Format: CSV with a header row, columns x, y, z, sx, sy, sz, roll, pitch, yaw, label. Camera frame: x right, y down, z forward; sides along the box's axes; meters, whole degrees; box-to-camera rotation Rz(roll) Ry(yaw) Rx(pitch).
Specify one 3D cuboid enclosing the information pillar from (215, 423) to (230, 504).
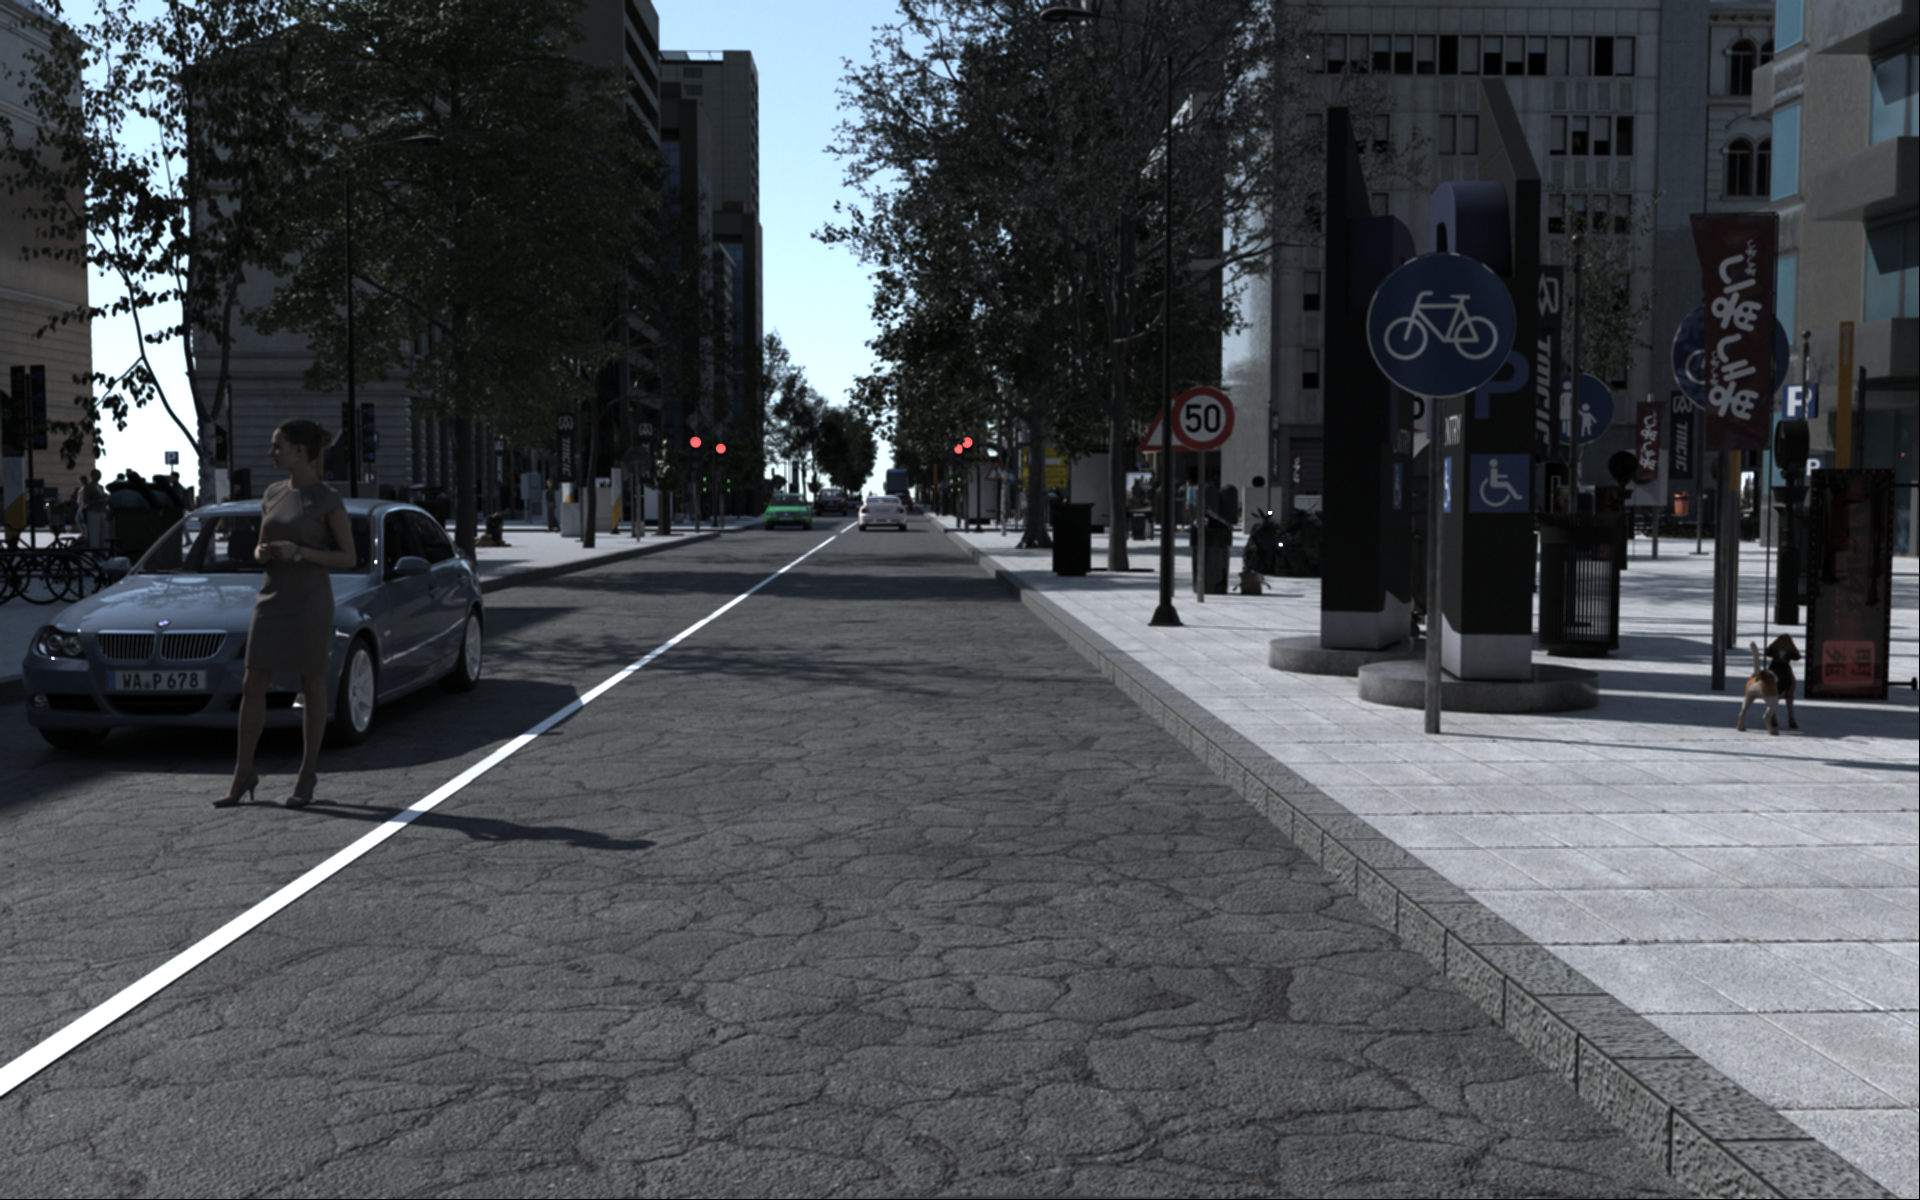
x,y,z,sx,sy,sz,roll,pitch,yaw,label
-24.079,-3.989,56.581,0.504,3.616,0.183,-2,4,-25,information pillar

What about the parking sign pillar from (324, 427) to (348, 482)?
x,y,z,sx,sy,sz,roll,pitch,yaw,label
-23.811,-4.749,66.112,1.447,3.967,1.447,0,4,3,parking sign pillar

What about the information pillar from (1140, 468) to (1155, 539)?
x,y,z,sx,sy,sz,roll,pitch,yaw,label
5.372,-2.765,49.697,0.304,2.012,0.304,-3,5,-43,information pillar

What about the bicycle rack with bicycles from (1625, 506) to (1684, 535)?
x,y,z,sx,sy,sz,roll,pitch,yaw,label
21.720,-2.553,55.125,2.852,0.926,2.925,-2,4,-27,bicycle rack with bicycles

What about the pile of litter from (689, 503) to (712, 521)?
x,y,z,sx,sy,sz,roll,pitch,yaw,label
-12.432,-4.219,82.946,1.176,0.858,1.719,0,4,0,pile of litter

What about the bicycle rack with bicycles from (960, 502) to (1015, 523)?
x,y,z,sx,sy,sz,roll,pitch,yaw,label
1.398,-3.842,76.203,2.852,0.926,2.925,2,4,28,bicycle rack with bicycles

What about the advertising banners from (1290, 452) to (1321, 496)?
x,y,z,sx,sy,sz,roll,pitch,yaw,label
14.647,-4.637,71.996,2.074,3.025,0.090,3,5,40,advertising banners

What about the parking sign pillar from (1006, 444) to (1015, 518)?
x,y,z,sx,sy,sz,roll,pitch,yaw,label
2.662,-6.369,92.603,1.447,3.967,1.447,-1,4,-11,parking sign pillar

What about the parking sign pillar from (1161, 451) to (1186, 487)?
x,y,z,sx,sy,sz,roll,pitch,yaw,label
11.549,-6.431,93.621,1.447,3.967,1.447,3,4,38,parking sign pillar

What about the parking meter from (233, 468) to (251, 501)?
x,y,z,sx,sy,sz,roll,pitch,yaw,label
-16.361,-2.063,39.434,0.399,1.863,0.255,2,4,24,parking meter

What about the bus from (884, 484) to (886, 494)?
x,y,z,sx,sy,sz,roll,pitch,yaw,label
-7.836,-13.228,211.142,2.948,3.499,13.247,0,4,-2,bus

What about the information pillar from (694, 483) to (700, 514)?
x,y,z,sx,sy,sz,roll,pitch,yaw,label
-17.012,-7.342,111.395,0.504,3.616,0.183,0,4,-3,information pillar

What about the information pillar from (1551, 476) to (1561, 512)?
x,y,z,sx,sy,sz,roll,pitch,yaw,label
24.588,-4.095,71.451,0.304,2.012,0.304,2,4,32,information pillar

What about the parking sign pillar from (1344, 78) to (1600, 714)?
x,y,z,sx,sy,sz,roll,pitch,yaw,label
3.228,-1.360,10.714,1.447,3.967,1.447,0,4,7,parking sign pillar

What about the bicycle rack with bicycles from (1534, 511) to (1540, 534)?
x,y,z,sx,sy,sz,roll,pitch,yaw,label
17.789,-2.552,55.113,2.852,0.926,2.925,-2,4,-33,bicycle rack with bicycles

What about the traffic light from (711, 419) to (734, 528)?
x,y,z,sx,sy,sz,roll,pitch,yaw,label
-8.928,-4.657,65.060,0.839,4.253,0.868,0,4,-2,traffic light

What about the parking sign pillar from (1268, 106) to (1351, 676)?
x,y,z,sx,sy,sz,roll,pitch,yaw,label
3.013,-1.482,12.700,1.447,3.967,1.447,2,4,24,parking sign pillar

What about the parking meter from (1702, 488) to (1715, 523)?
x,y,z,sx,sy,sz,roll,pitch,yaw,label
33.527,-4.222,77.447,0.372,1.533,0.369,0,3,0,parking meter

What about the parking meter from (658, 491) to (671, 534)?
x,y,z,sx,sy,sz,roll,pitch,yaw,label
-9.441,-3.032,55.288,0.255,1.863,0.399,-3,5,-41,parking meter

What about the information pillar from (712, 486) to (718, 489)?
x,y,z,sx,sy,sz,roll,pitch,yaw,label
-16.014,-6.644,113.114,0.304,2.012,0.304,-3,5,-44,information pillar

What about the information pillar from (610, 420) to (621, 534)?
x,y,z,sx,sy,sz,roll,pitch,yaw,label
-10.974,-3.906,55.217,0.183,3.616,0.504,1,4,15,information pillar

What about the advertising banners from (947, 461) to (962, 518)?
x,y,z,sx,sy,sz,roll,pitch,yaw,label
-0.036,-5.919,92.963,0.090,3.025,2.074,3,5,40,advertising banners

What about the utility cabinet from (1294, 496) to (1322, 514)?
x,y,z,sx,sy,sz,roll,pitch,yaw,label
13.399,-3.397,66.695,1.020,1.237,0.306,2,4,34,utility cabinet

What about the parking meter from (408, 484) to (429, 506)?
x,y,z,sx,sy,sz,roll,pitch,yaw,label
-13.352,-2.090,42.579,0.372,1.533,0.369,0,3,0,parking meter

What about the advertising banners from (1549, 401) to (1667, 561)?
x,y,z,sx,sy,sz,roll,pitch,yaw,label
12.333,-2.254,33.035,2.074,3.025,0.090,1,4,14,advertising banners

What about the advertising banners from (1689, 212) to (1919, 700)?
x,y,z,sx,sy,sz,roll,pitch,yaw,label
5.578,-0.891,10.753,2.074,3.025,0.090,1,4,8,advertising banners

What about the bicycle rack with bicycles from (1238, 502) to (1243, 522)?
x,y,z,sx,sy,sz,roll,pitch,yaw,label
12.426,-4.058,79.735,2.925,0.926,2.852,-1,4,-12,bicycle rack with bicycles

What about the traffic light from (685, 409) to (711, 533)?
x,y,z,sx,sy,sz,roll,pitch,yaw,label
-8.651,-4.169,57.079,0.839,4.253,0.868,0,4,-2,traffic light

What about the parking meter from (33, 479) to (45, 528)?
x,y,z,sx,sy,sz,roll,pitch,yaw,label
-35.098,-3.687,65.989,0.255,1.863,0.399,0,4,3,parking meter

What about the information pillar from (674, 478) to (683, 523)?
x,y,z,sx,sy,sz,roll,pitch,yaw,label
-12.297,-4.351,75.630,0.304,2.012,0.304,-2,4,-33,information pillar

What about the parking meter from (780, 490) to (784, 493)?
x,y,z,sx,sy,sz,roll,pitch,yaw,label
-12.685,-6.991,122.707,0.372,1.533,0.369,0,3,0,parking meter

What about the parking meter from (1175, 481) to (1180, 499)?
x,y,z,sx,sy,sz,roll,pitch,yaw,label
9.321,-4.227,74.819,0.255,1.863,0.399,2,4,32,parking meter

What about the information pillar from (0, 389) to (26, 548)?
x,y,z,sx,sy,sz,roll,pitch,yaw,label
-21.087,-2.888,38.568,0.504,3.616,0.183,0,4,7,information pillar

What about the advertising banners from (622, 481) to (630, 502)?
x,y,z,sx,sy,sz,roll,pitch,yaw,label
-20.788,-6.814,107.594,0.090,3.025,2.074,-2,4,-30,advertising banners

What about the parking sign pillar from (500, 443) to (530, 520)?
x,y,z,sx,sy,sz,roll,pitch,yaw,label
-22.185,-5.979,86.227,1.447,3.967,1.447,0,4,0,parking sign pillar

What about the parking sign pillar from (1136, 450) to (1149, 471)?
x,y,z,sx,sy,sz,roll,pitch,yaw,label
11.102,-7.212,106.383,1.447,3.967,1.447,-2,4,-25,parking sign pillar

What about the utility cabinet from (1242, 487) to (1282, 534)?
x,y,z,sx,sy,sz,roll,pitch,yaw,label
9.498,-2.802,54.488,1.173,1.500,0.318,0,4,0,utility cabinet

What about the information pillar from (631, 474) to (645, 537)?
x,y,z,sx,sy,sz,roll,pitch,yaw,label
-9.681,-2.908,52.044,0.304,2.012,0.304,1,4,15,information pillar

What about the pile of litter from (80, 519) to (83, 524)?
x,y,z,sx,sy,sz,roll,pitch,yaw,label
-37.869,-3.737,75.073,1.719,0.858,1.176,2,4,33,pile of litter

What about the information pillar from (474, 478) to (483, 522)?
x,y,z,sx,sy,sz,roll,pitch,yaw,label
-22.081,-4.587,79.495,0.304,2.012,0.304,-2,4,-30,information pillar

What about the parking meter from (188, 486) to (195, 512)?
x,y,z,sx,sy,sz,roll,pitch,yaw,label
-54.468,-7.154,122.686,0.399,1.863,0.255,1,4,10,parking meter

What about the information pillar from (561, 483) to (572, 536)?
x,y,z,sx,sy,sz,roll,pitch,yaw,label
-11.866,-3.725,52.265,0.183,3.616,0.504,-3,5,-40,information pillar

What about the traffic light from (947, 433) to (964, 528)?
x,y,z,sx,sy,sz,roll,pitch,yaw,label
-0.073,-4.677,65.382,0.839,4.253,0.868,0,4,-2,traffic light

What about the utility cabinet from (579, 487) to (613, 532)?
x,y,z,sx,sy,sz,roll,pitch,yaw,label
-11.963,-2.969,57.221,1.173,1.500,0.318,0,4,6,utility cabinet

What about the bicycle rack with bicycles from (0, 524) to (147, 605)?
x,y,z,sx,sy,sz,roll,pitch,yaw,label
-10.954,-0.435,20.492,2.925,0.926,2.852,-1,4,-10,bicycle rack with bicycles

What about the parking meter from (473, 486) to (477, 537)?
x,y,z,sx,sy,sz,roll,pitch,yaw,label
-14.618,-2.649,51.718,0.372,1.533,0.369,0,3,0,parking meter

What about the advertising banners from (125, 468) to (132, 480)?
x,y,z,sx,sy,sz,roll,pitch,yaw,label
-56.578,-7.529,119.295,0.090,3.025,2.074,1,4,23,advertising banners

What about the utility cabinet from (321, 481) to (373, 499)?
x,y,z,sx,sy,sz,roll,pitch,yaw,label
-10.926,-1.327,30.376,1.173,1.500,0.318,-2,4,-28,utility cabinet

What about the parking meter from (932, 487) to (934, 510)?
x,y,z,sx,sy,sz,roll,pitch,yaw,label
-2.060,-8.129,138.621,0.255,1.863,0.399,-3,5,-44,parking meter

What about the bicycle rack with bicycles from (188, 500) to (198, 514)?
x,y,z,sx,sy,sz,roll,pitch,yaw,label
-59.548,-7.127,129.905,2.925,0.926,2.852,1,4,17,bicycle rack with bicycles
